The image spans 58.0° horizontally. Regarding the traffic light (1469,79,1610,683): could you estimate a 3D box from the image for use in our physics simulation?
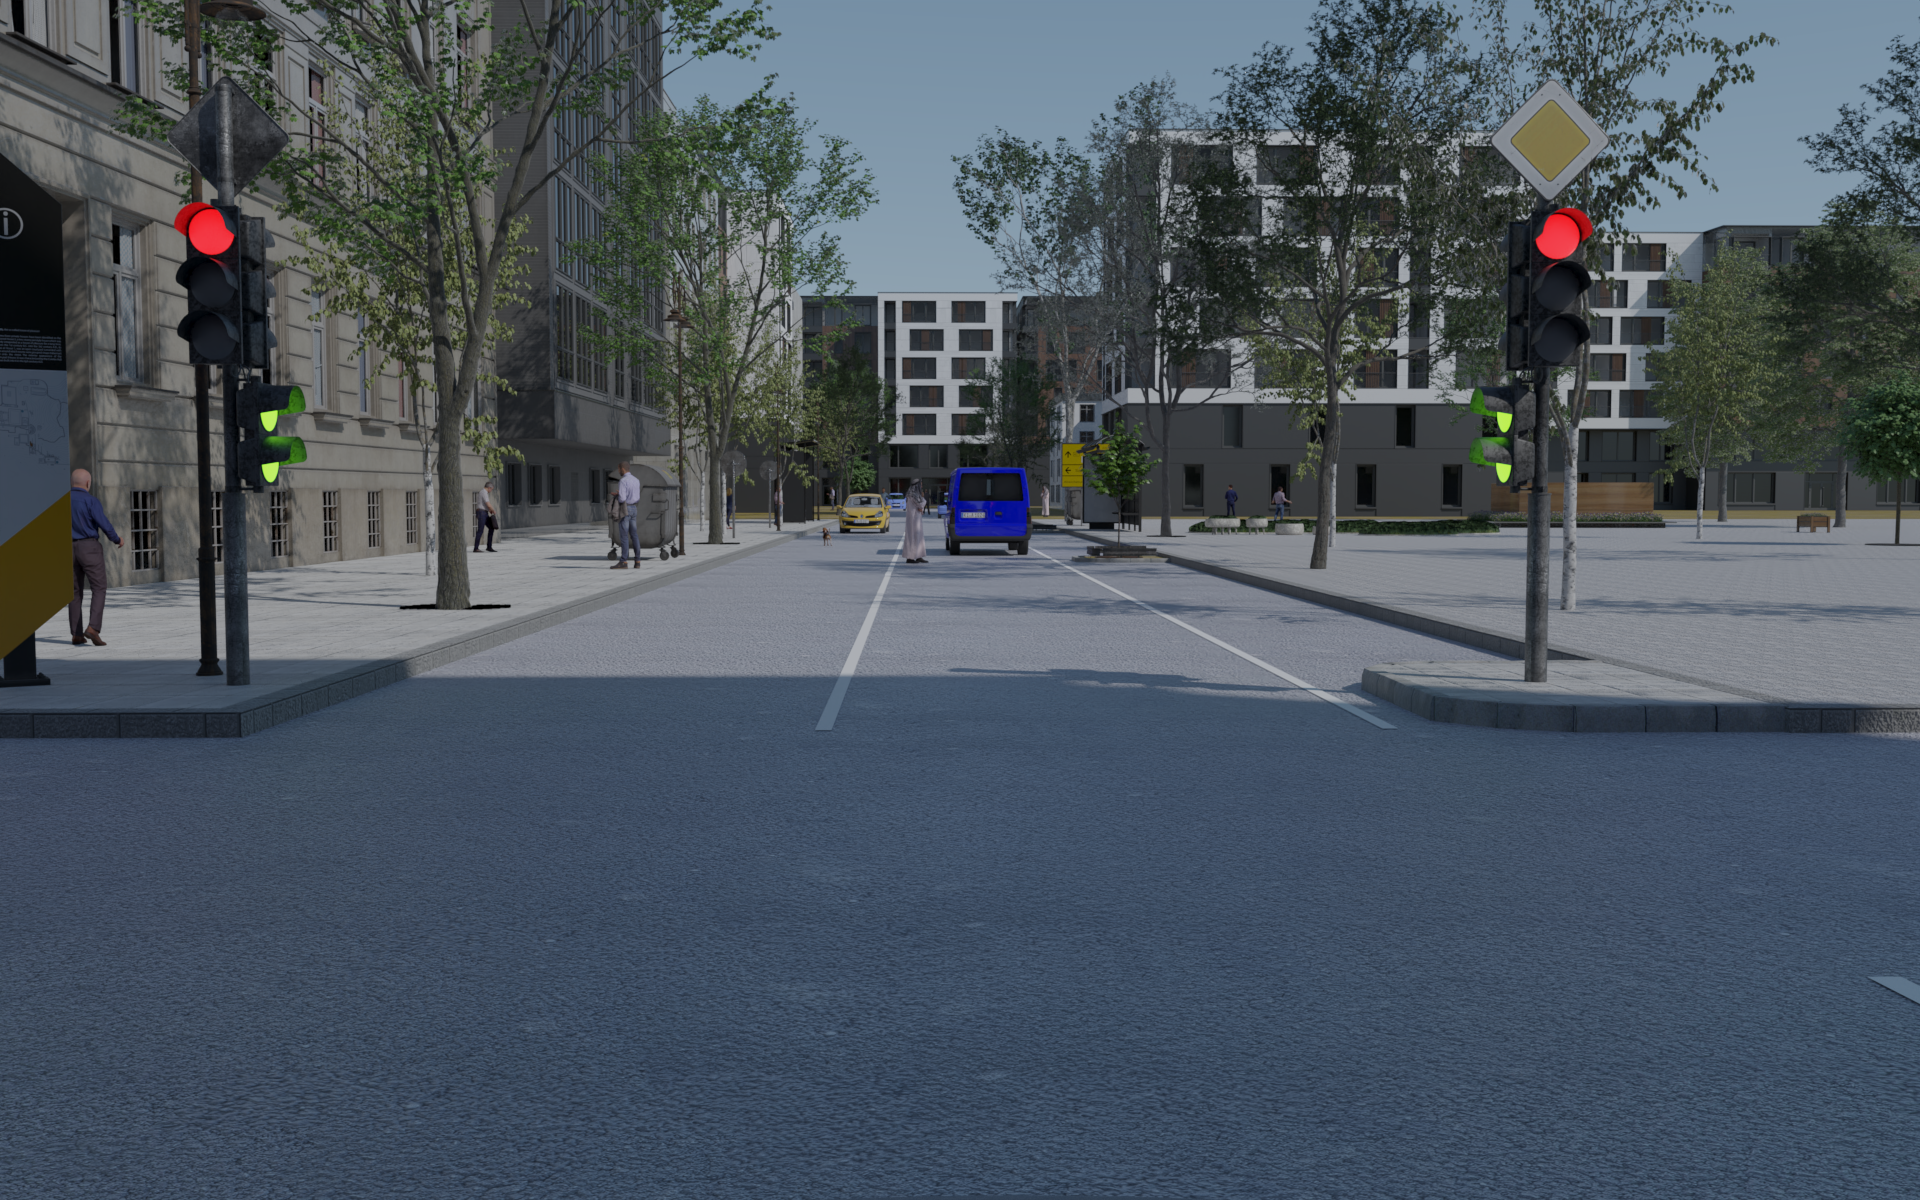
[{"bbox_3d":[3.921,-1.376,11.741,0.839,4.213,0.868,0,4,-1],"label":"traffic light"}]

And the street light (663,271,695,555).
[{"bbox_3d":[-5.826,-3.872,36.087,0.468,5.910,1.993,0,4,-1],"label":"street light"}]

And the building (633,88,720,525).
[{"bbox_3d":[-17.045,-13.651,77.940,10.420,20.320,16.860,0,4,-1],"label":"building"}]

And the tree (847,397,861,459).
[{"bbox_3d":[-8.791,-10.452,121.260,4.737,8.622,4.395,0,3,0],"label":"tree"}]

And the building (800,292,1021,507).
[{"bbox_3d":[-10.768,-21.103,189.016,32.646,21.610,27.936,0,4,-1],"label":"building"}]

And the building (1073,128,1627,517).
[{"bbox_3d":[22.993,-16.497,113.704,27.936,21.610,32.646,0,4,-1],"label":"building"}]

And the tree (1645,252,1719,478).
[{"bbox_3d":[35.383,-9.860,79.330,7.486,12.596,7.792,0,3,0],"label":"tree"}]

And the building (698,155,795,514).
[{"bbox_3d":[-26.069,-16.520,114.072,27.936,21.610,32.646,0,4,-1],"label":"building"}]

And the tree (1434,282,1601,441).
[{"bbox_3d":[26.189,-9.546,81.838,9.928,11.665,9.643,0,3,0],"label":"tree"}]

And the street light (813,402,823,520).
[{"bbox_3d":[-6.884,-6.805,84.057,0.468,5.910,1.993,0,4,-1],"label":"street light"}]

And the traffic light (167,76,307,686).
[{"bbox_3d":[-4.838,-1.363,11.534,0.839,4.213,0.868,0,4,-1],"label":"traffic light"}]

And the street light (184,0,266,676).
[{"bbox_3d":[-5.321,-2.405,12.102,0.468,5.910,1.993,0,4,-1],"label":"street light"}]

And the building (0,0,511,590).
[{"bbox_3d":[-18.989,-12.053,30.350,16.112,22.955,30.059,0,4,-1],"label":"building"}]

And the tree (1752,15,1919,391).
[{"bbox_3d":[19.033,-6.053,33.376,7.601,10.594,8.767,0,4,-4],"label":"tree"}]

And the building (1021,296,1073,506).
[{"bbox_3d":[22.531,-21.131,189.473,32.646,21.610,27.936,0,4,-1],"label":"building"}]

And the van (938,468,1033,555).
[{"bbox_3d":[0.618,-2.323,42.359,2.240,2.365,5.245,0,4,-2],"label":"van"}]

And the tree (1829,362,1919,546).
[{"bbox_3d":[23.405,-3.644,43.292,4.285,4.588,4.351,0,3,0],"label":"tree"}]

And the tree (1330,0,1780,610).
[{"bbox_3d":[6.523,-4.200,19.035,4.360,8.622,3.978,0,3,0],"label":"tree"}]

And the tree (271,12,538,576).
[{"bbox_3d":[-8.328,-4.675,26.802,4.737,8.622,4.395,0,3,0],"label":"tree"}]

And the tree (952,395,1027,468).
[{"bbox_3d":[2.724,-14.041,163.978,8.767,10.594,7.601,3,4,36],"label":"tree"}]

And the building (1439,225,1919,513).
[{"bbox_3d":[61.088,-18.457,145.742,32.646,21.610,27.936,0,4,-1],"label":"building"}]

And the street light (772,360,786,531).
[{"bbox_3d":[-6.312,-5.339,60.073,0.468,5.910,1.993,0,4,-1],"label":"street light"}]

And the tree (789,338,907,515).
[{"bbox_3d":[-6.964,-10.337,103.414,7.601,10.594,8.767,1,4,16],"label":"tree"}]

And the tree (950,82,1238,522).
[{"bbox_3d":[6.237,-13.672,79.422,12.611,20.169,13.585,0,3,0],"label":"tree"}]

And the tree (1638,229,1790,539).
[{"bbox_3d":[21.245,-6.051,49.297,4.737,8.622,4.395,0,3,0],"label":"tree"}]

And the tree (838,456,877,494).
[{"bbox_3d":[-8.576,-9.808,144.077,4.285,4.588,4.351,0,3,0],"label":"tree"}]

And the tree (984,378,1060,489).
[{"bbox_3d":[4.122,-9.720,109.289,4.360,8.622,3.978,0,3,0],"label":"tree"}]

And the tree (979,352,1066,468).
[{"bbox_3d":[4.015,-12.298,126.821,9.928,11.665,9.643,0,3,0],"label":"tree"}]

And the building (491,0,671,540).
[{"bbox_3d":[-18.394,-16.128,57.207,14.314,27.812,24.014,0,4,-1],"label":"building"}]

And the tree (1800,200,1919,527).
[{"bbox_3d":[34.250,-9.050,66.099,7.486,12.596,7.792,0,3,0],"label":"tree"}]

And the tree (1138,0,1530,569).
[{"bbox_3d":[6.468,-5.802,29.271,7.601,10.594,8.767,1,4,17],"label":"tree"}]

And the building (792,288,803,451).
[{"bbox_3d":[-29.888,-17.280,148.979,31.486,18.905,16.747,0,4,-1],"label":"building"}]

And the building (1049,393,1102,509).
[{"bbox_3d":[12.924,-12.365,144.314,9.099,9.664,28.070,0,4,-1],"label":"building"}]

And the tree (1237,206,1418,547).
[{"bbox_3d":[8.802,-5.593,41.812,4.737,8.622,4.395,0,3,0],"label":"tree"}]
